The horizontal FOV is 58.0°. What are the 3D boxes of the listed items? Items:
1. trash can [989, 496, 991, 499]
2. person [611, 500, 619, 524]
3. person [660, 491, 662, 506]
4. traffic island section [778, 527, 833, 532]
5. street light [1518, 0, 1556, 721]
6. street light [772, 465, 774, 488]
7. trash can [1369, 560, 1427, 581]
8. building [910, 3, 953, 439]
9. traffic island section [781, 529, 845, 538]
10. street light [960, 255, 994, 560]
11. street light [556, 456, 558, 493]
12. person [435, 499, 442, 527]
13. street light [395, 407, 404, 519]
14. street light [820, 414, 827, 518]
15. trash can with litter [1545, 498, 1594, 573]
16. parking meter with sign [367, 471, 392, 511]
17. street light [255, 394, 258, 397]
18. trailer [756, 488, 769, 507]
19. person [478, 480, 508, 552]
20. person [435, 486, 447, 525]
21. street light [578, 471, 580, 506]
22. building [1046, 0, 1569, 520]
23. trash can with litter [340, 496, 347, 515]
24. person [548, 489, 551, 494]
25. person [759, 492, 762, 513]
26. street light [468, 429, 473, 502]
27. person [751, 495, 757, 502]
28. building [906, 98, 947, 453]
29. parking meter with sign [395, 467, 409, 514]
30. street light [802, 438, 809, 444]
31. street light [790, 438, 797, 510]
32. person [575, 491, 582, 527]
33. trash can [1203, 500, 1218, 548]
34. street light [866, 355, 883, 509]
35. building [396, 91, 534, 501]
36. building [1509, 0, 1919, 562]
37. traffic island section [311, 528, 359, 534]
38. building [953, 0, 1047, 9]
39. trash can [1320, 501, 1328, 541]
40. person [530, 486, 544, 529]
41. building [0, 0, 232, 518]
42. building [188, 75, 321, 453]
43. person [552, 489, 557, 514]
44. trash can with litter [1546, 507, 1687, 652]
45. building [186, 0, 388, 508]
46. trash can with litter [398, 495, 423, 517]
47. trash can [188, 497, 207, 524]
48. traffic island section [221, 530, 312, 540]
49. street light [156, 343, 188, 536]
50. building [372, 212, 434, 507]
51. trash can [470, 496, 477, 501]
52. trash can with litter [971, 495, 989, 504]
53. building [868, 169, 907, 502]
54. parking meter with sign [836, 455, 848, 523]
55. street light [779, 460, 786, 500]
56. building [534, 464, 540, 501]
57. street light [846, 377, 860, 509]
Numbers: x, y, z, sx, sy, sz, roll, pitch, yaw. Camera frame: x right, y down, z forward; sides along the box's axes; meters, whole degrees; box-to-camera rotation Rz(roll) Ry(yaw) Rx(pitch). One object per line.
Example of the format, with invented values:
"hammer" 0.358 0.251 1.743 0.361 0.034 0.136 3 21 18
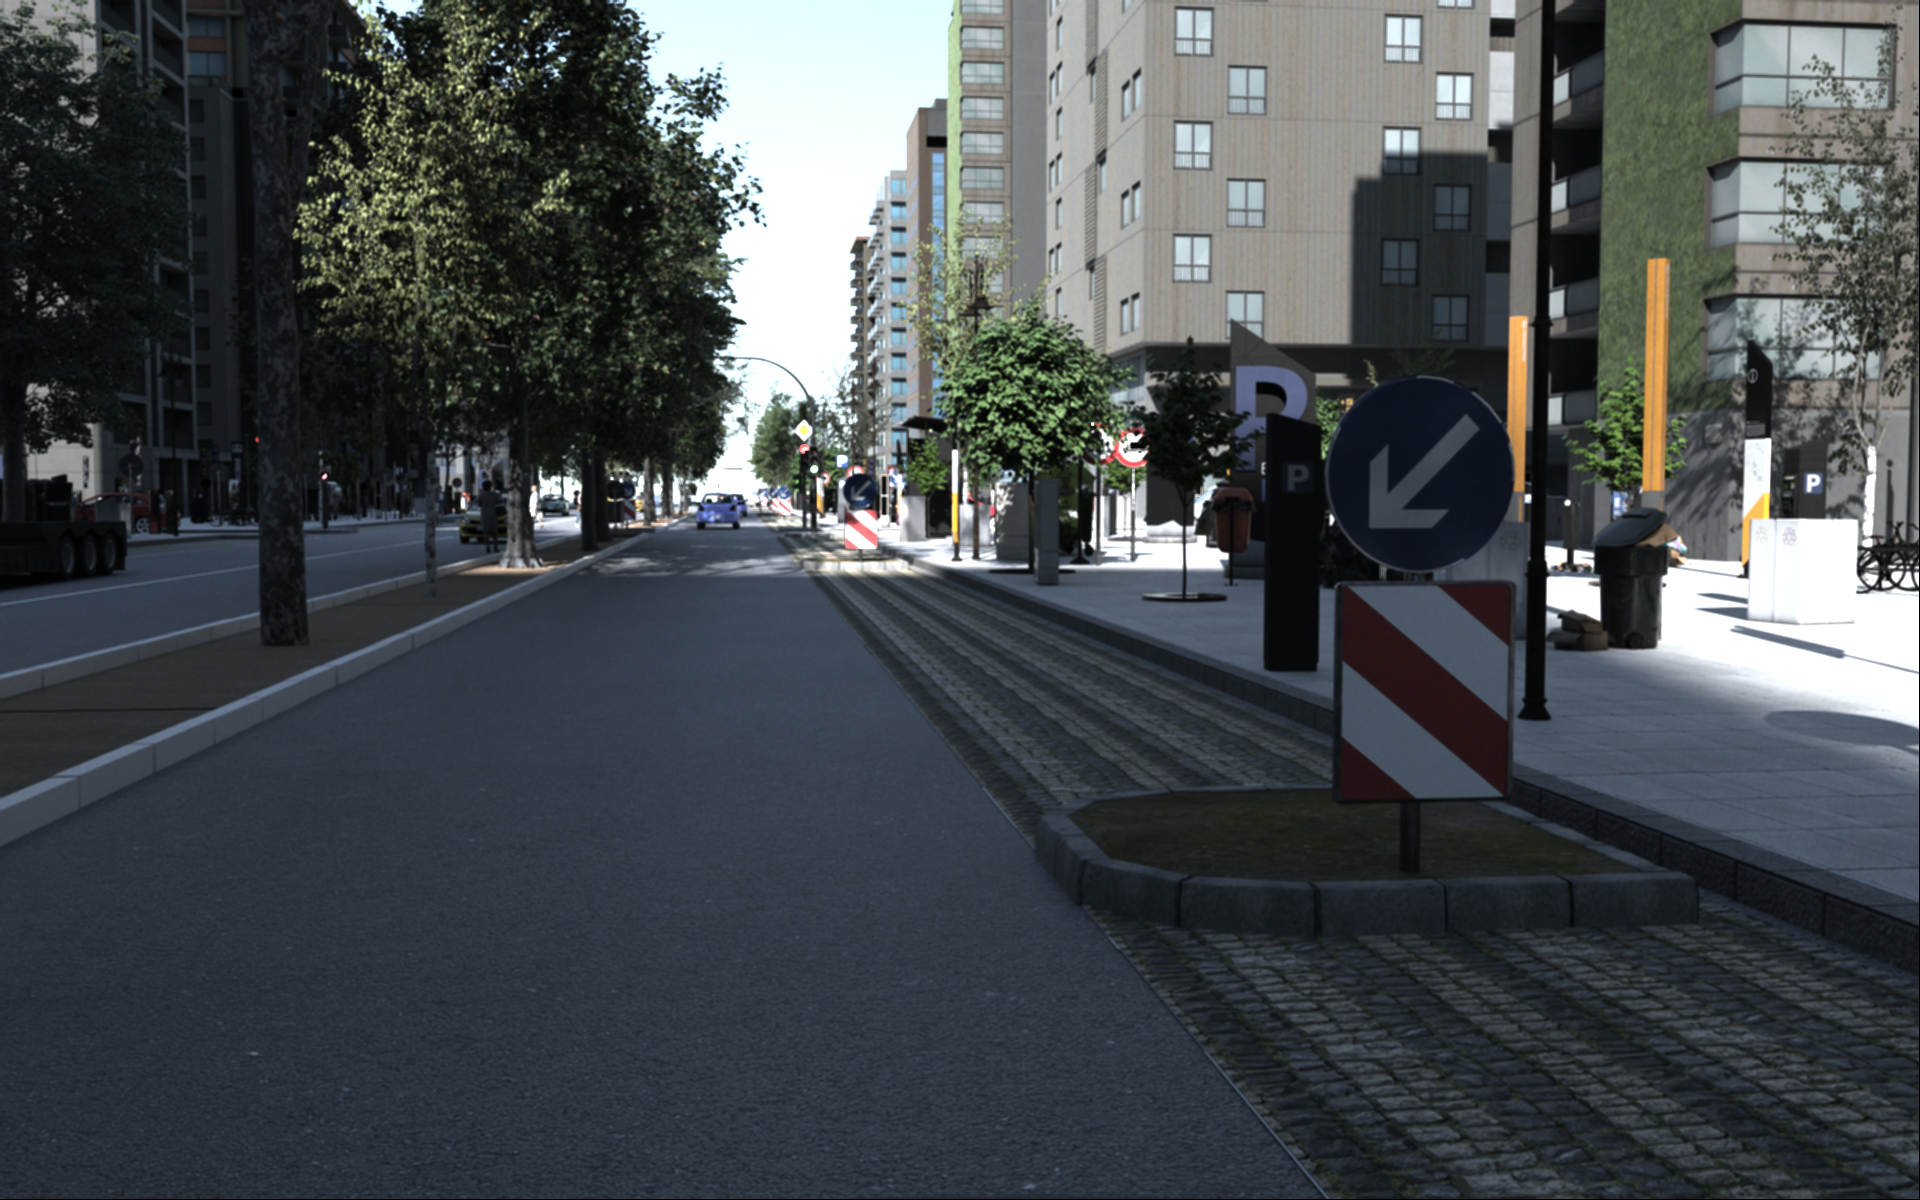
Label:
"trash can" 2.317 -6.351 115.489 0.748 1.137 0.748 0 3 0
"person" -16.205 -4.419 81.430 0.731 1.740 0.598 2 4 24
"person" -36.095 -12.315 209.944 0.705 1.812 1.348 1 4 8
"traffic island section" -5.883 -2.665 65.859 2.009 0.180 2.903 0 4 -7
"street light" 3.281 -2.259 9.717 0.468 5.910 1.993 0 4 -7
"street light" -22.990 -14.863 215.791 0.468 5.910 1.993 0 4 -7
"trash can" 4.736 -0.432 18.723 0.748 1.137 0.748 0 3 0
"building" 7.530 -52.693 174.194 22.319 86.520 31.000 0 4 -7
"traffic island section" -4.872 -2.181 57.938 2.009 0.180 2.903 0 4 -7
"street light" 0.315 -3.723 33.654 0.468 5.910 1.993 0 4 -7
"street light" -38.031 -11.640 163.095 0.468 5.910 1.993 0 4 -7
"person" -23.046 -3.844 76.358 0.505 1.210 0.382 1 4 12
"street light" -28.265 -7.005 87.323 0.468 5.910 1.993 0 4 -7
"street light" -7.262 -7.318 92.438 0.468 5.910 1.993 0 4 -7
"trash can with litter" 10.214 -1.107 29.155 1.678 1.210 2.233 1 4 13
"parking meter with sign" -42.909 -8.059 128.028 1.738 3.016 0.543 -1 4 -16
"street light" -25.432 -5.557 63.652 0.468 5.910 1.993 0 4 -7
"trailer" -19.202 -9.899 168.898 1.471 1.999 3.904 -1 4 -8
"person" -11.498 -2.067 42.656 0.716 1.782 0.532 0 4 -8
"person" -23.877 -4.344 79.551 0.581 1.822 0.654 -1 4 -17
"street light" -41.096 -13.086 186.736 0.468 5.910 1.993 0 4 -7
"building" 20.011 -31.101 97.746 27.495 52.752 28.713 0 4 -7
"trash can with litter" -37.754 -5.813 106.106 1.678 1.210 2.233 0 4 -1
"person" -30.752 -7.372 129.306 0.573 1.790 0.520 -2 4 -31
"person" -14.580 -7.101 126.412 0.330 1.601 0.589 0 4 2
"street light" -31.525 -8.497 111.714 0.468 5.910 1.993 0 4 -7
"person" -34.172 -17.082 287.744 1.348 1.831 0.705 2 4 31
"building" 1.422 -33.474 197.416 14.600 45.320 14.200 0 4 -7
"parking meter with sign" -35.748 -7.031 111.224 0.543 3.016 1.738 -2 4 -34
"street light" -10.356 -8.793 116.546 0.468 5.910 1.993 0 4 -7
"street light" -13.842 -10.462 143.843 0.468 5.910 1.993 0 4 -7
"person" -16.499 -4.067 75.592 0.643 1.750 0.593 3 5 42
"trash can" 6.146 -1.801 41.103 0.748 1.137 0.748 0 3 0
"street light" -2.857 -5.194 57.714 0.468 5.910 1.993 0 4 -7
"building" -72.967 -42.976 244.649 21.231 58.520 28.212 0 4 -7
"building" 20.548 -21.740 39.038 14.154 41.232 14.086 0 4 -7
"traffic island section" -23.334 -2.530 63.646 2.009 0.180 2.903 0 4 -7
"building" 6.226 -27.575 134.454 14.154 41.232 14.086 0 4 -7
"trash can" 7.824 -1.646 38.561 0.748 1.137 0.748 0 3 0
"person" -17.251 -3.759 70.315 0.624 1.780 0.694 2 4 25
"building" -53.084 -40.255 96.415 20.563 71.187 20.611 0 4 -7
"building" -54.512 -21.486 122.992 14.160 30.474 14.107 0 4 -7
"person" -29.609 -7.229 126.925 0.641 1.798 0.478 -1 4 -16
"trash can with litter" 5.416 -0.180 14.325 1.055 1.170 0.624 -2 4 -28
"building" -62.256 -30.195 148.319 22.147 44.769 28.867 0 4 -7
"trash can with litter" -30.733 -5.272 97.249 1.678 1.210 2.233 1 4 9
"trash can" -33.174 -3.899 75.399 0.748 1.137 0.748 0 3 0
"traffic island section" -22.323 -2.045 55.724 2.009 0.180 2.903 0 4 -7
"street light" -23.985 -4.895 52.818 0.468 5.910 1.993 0 4 -7
"building" -60.412 -24.420 170.966 14.160 30.474 14.107 0 4 -7
"trash can" -38.295 -7.642 136.606 0.748 1.137 0.748 0 3 0
"trash can with litter" 1.146 -5.423 99.722 2.233 1.210 1.678 2 4 28
"building" -1.942 -38.950 256.443 23.786 49.044 30.456 0 4 -7
"parking meter with sign" -5.211 -4.909 76.524 0.543 3.016 1.738 0 4 -3
"street light" -16.984 -11.937 167.957 0.468 5.910 1.993 0 4 -7
"building" -72.836 -30.288 266.910 14.160 30.474 14.107 0 4 -7
"street light" -4.223 -5.861 68.610 0.468 5.910 1.993 0 4 -7
